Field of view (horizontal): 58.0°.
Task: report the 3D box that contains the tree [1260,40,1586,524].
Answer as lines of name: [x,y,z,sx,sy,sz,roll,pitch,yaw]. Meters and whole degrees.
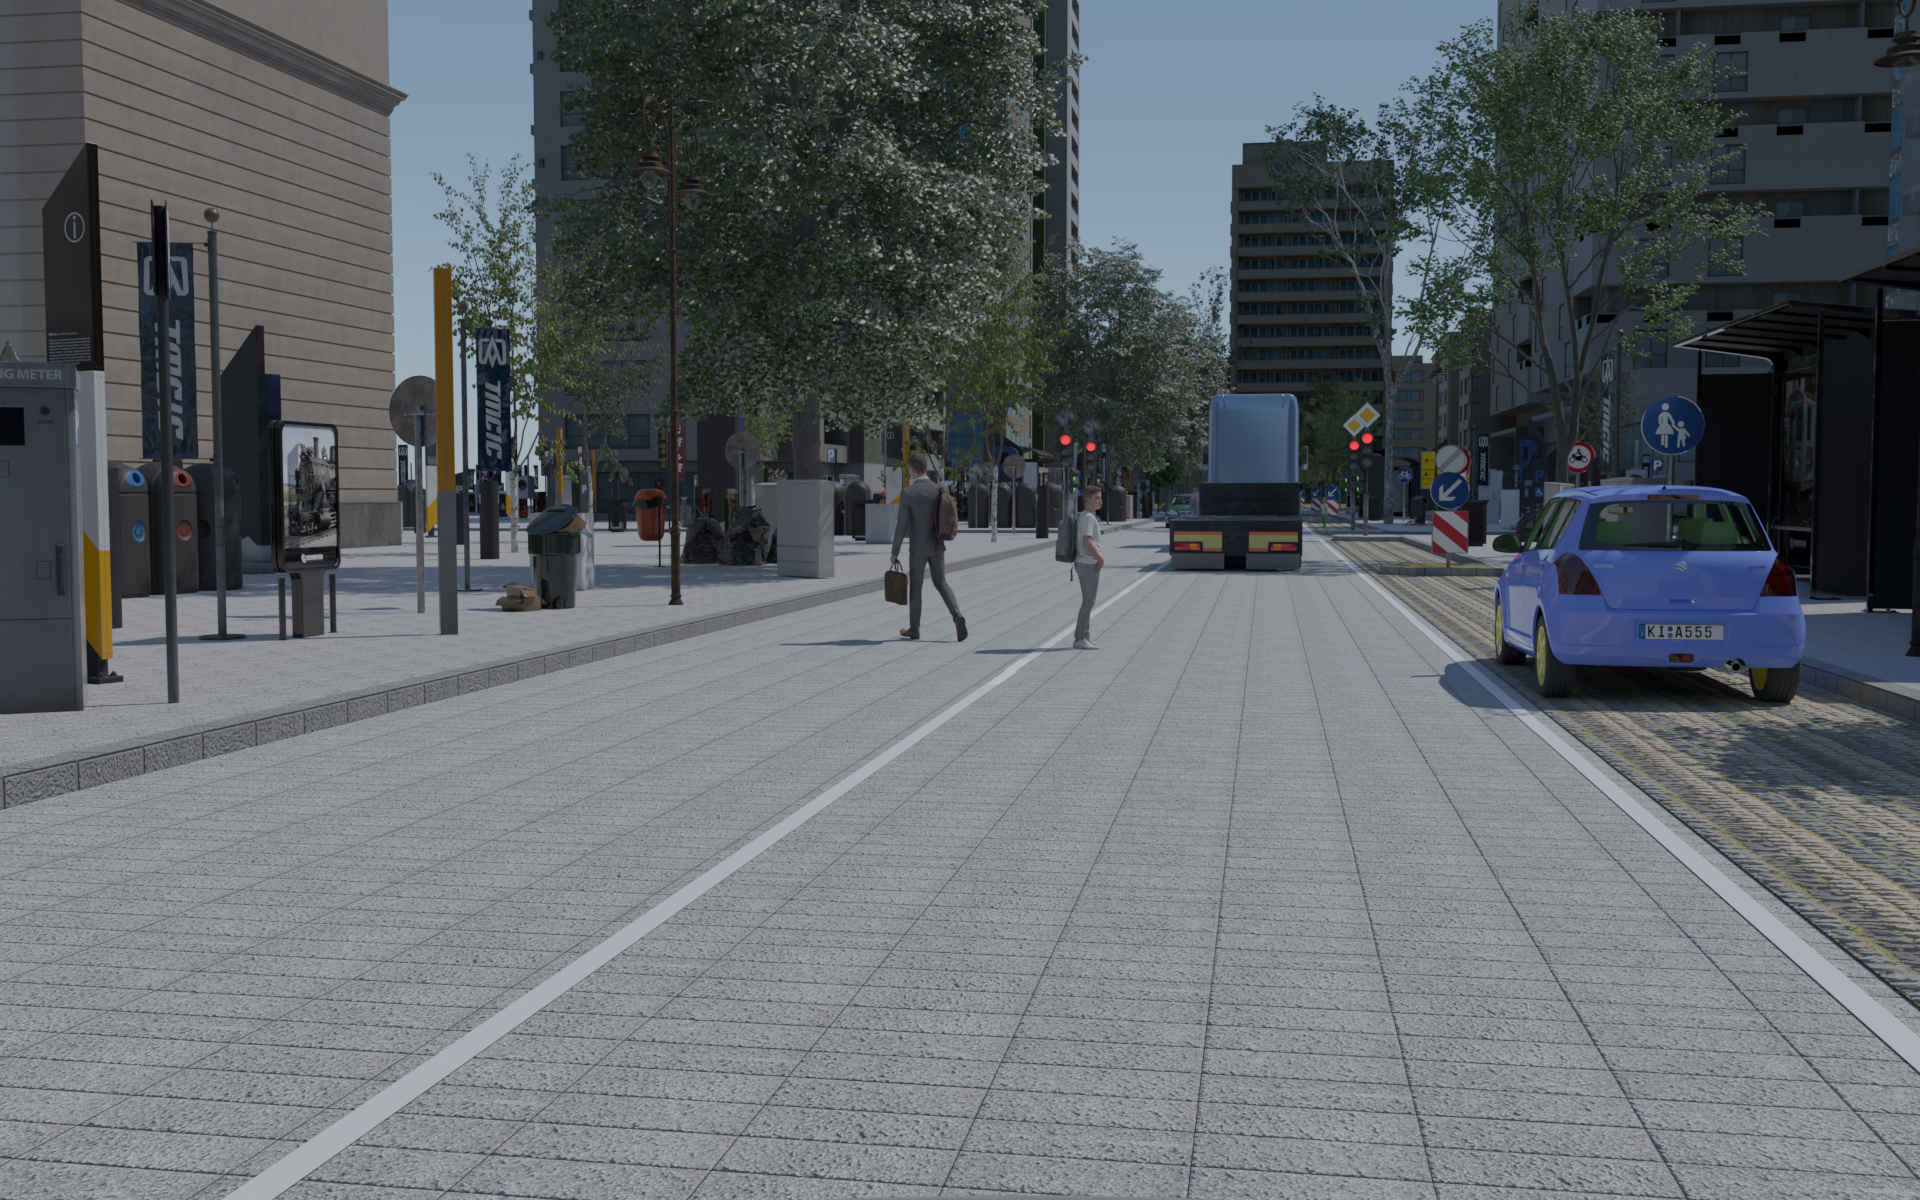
tree: [19.342,-13.239,72.339,12.611,20.169,13.585,0,3,0]

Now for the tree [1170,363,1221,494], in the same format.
tree: [20.727,-15.108,157.383,12.009,13.543,11.850,0,3,0]

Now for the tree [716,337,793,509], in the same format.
tree: [-8.856,-7.676,75.861,4.737,8.622,4.395,0,3,0]

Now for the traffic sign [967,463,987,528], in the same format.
traffic sign: [0.616,-3.872,64.496,0.795,2.450,0.064,1,4,20]

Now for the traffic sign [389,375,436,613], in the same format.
traffic sign: [-5.811,-1.131,18.604,0.768,2.556,0.104,1,4,18]

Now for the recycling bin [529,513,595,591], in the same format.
recycling bin: [-5.335,-0.652,23.221,0.722,1.027,0.722,0,4,1]

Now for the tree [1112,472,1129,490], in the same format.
tree: [12.302,-8.565,134.645,1.663,3.219,1.824,0,3,0]

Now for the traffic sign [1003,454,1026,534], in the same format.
traffic sign: [1.724,-3.385,55.452,0.768,2.556,0.104,1,4,19]

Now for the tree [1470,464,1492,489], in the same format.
tree: [29.802,-6.320,97.929,1.663,3.219,1.824,0,3,0]

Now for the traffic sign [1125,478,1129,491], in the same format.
traffic sign: [13.189,-8.316,136.072,0.768,2.556,0.104,1,4,19]

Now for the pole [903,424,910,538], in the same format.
pole: [-1.570,-3.472,50.603,0.158,3.312,0.155,0,3,0]

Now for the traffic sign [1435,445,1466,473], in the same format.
traffic sign: [12.777,-2.757,45.189,0.768,2.556,0.104,1,4,12]

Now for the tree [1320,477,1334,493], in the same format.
tree: [37.318,-11.082,175.791,1.663,3.219,1.824,0,3,0]

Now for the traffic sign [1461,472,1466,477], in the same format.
traffic sign: [13.966,-2.860,48.898,0.606,2.300,0.079,1,4,19]

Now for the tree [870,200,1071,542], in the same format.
tree: [-0.322,-5.364,38.068,4.737,8.622,4.395,0,3,0]

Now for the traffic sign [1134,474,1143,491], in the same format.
traffic sign: [10.914,-6.544,107.100,0.768,2.556,0.104,1,4,14]

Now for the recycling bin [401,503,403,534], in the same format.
recycling bin: [-18.533,-2.669,56.188,0.722,1.027,0.722,-2,4,-32]

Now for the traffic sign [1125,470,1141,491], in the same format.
traffic sign: [9.399,-5.749,94.005,0.884,2.594,0.081,1,4,12]

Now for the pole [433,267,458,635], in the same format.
pole: [-4.678,-1.340,15.749,0.158,3.312,0.155,0,3,0]

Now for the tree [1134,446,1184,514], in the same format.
tree: [12.990,-7.970,114.016,4.285,4.588,4.351,0,3,0]

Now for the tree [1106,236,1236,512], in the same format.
tree: [7.454,-10.941,85.543,9.857,13.997,8.962,0,3,0]

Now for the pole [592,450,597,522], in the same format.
pole: [-16.814,-5.248,79.655,0.158,3.312,0.155,0,3,0]

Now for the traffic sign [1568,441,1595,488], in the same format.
traffic sign: [14.856,-2.542,41.667,0.768,2.556,0.104,1,4,15]

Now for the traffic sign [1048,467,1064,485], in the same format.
traffic sign: [3.666,-3.922,66.257,0.606,2.300,0.079,1,4,16]

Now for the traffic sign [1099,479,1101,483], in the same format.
traffic sign: [9.099,-6.803,111.328,0.768,2.556,0.104,1,4,15]

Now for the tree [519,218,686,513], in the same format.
tree: [-9.849,-5.908,46.954,4.360,8.622,3.978,0,3,0]

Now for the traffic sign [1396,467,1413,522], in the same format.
traffic sign: [20.752,-4.942,80.906,0.768,2.556,0.104,1,4,16]

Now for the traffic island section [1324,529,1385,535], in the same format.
traffic island section: [13.883,-2.376,61.125,2.009,0.180,2.903,1,4,10]

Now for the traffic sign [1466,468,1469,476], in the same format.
traffic sign: [17.741,-3.769,61.729,0.768,2.556,0.104,1,4,15]

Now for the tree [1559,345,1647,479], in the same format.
tree: [31.585,-8.220,84.757,4.360,8.622,3.978,0,3,0]

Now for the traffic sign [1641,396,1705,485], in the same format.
traffic sign: [9.244,-1.371,22.527,0.768,2.556,0.104,1,4,18]

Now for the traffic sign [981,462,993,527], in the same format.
traffic sign: [1.125,-4.172,68.316,0.768,2.556,0.104,1,4,11]

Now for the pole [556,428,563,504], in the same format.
pole: [-12.426,-3.665,53.769,0.158,3.312,0.155,0,3,0]

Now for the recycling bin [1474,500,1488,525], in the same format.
recycling bin: [21.338,-3.610,71.577,0.722,1.027,0.722,-3,5,-41]

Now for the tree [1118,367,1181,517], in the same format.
tree: [10.344,-9.018,97.806,4.360,8.622,3.978,0,3,0]

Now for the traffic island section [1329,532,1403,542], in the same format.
traffic island section: [12.491,-1.895,53.262,2.009,0.180,2.903,1,4,10]

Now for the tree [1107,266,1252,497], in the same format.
tree: [19.191,-17.569,143.135,12.611,20.169,13.585,0,3,0]

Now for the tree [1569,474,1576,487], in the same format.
tree: [31.087,-5.826,89.859,1.663,3.219,1.824,0,3,0]

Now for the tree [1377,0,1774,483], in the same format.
tree: [12.566,-6.725,35.715,9.928,11.665,9.643,0,3,0]

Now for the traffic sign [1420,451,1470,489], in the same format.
traffic sign: [23.047,-5.408,82.297,2.265,3.308,0.079,1,4,13]

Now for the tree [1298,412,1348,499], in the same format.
tree: [43.758,-17.880,210.468,7.486,12.596,7.792,0,3,0]

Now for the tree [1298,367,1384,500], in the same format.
tree: [27.356,-11.746,126.456,8.767,10.594,7.601,-2,4,-30]

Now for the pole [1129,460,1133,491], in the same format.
pole: [9.924,-6.524,100.517,0.158,3.312,0.155,0,3,0]

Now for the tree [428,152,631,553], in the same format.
tree: [-9.596,-5.336,37.610,4.737,8.622,4.395,0,3,0]

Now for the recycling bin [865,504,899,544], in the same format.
recycling bin: [-1.990,-1.979,44.918,0.722,1.027,0.722,1,4,22]

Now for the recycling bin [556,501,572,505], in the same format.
recycling bin: [-15.215,-3.350,67.320,0.722,1.027,0.722,1,4,21]

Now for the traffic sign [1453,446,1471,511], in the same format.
traffic sign: [13.192,-2.814,46.123,0.768,2.556,0.104,1,4,11]

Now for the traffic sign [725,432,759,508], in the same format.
traffic sign: [-4.469,-2.157,35.379,0.768,2.556,0.104,1,4,18]

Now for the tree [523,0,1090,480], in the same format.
tree: [-2.503,-7.451,28.476,9.857,13.997,8.962,0,3,0]

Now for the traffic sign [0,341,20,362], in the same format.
traffic sign: [-8.080,-0.901,14.730,0.884,2.594,0.081,1,4,19]

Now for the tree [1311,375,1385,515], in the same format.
tree: [23.632,-9.485,105.446,4.737,8.622,4.395,0,3,0]
